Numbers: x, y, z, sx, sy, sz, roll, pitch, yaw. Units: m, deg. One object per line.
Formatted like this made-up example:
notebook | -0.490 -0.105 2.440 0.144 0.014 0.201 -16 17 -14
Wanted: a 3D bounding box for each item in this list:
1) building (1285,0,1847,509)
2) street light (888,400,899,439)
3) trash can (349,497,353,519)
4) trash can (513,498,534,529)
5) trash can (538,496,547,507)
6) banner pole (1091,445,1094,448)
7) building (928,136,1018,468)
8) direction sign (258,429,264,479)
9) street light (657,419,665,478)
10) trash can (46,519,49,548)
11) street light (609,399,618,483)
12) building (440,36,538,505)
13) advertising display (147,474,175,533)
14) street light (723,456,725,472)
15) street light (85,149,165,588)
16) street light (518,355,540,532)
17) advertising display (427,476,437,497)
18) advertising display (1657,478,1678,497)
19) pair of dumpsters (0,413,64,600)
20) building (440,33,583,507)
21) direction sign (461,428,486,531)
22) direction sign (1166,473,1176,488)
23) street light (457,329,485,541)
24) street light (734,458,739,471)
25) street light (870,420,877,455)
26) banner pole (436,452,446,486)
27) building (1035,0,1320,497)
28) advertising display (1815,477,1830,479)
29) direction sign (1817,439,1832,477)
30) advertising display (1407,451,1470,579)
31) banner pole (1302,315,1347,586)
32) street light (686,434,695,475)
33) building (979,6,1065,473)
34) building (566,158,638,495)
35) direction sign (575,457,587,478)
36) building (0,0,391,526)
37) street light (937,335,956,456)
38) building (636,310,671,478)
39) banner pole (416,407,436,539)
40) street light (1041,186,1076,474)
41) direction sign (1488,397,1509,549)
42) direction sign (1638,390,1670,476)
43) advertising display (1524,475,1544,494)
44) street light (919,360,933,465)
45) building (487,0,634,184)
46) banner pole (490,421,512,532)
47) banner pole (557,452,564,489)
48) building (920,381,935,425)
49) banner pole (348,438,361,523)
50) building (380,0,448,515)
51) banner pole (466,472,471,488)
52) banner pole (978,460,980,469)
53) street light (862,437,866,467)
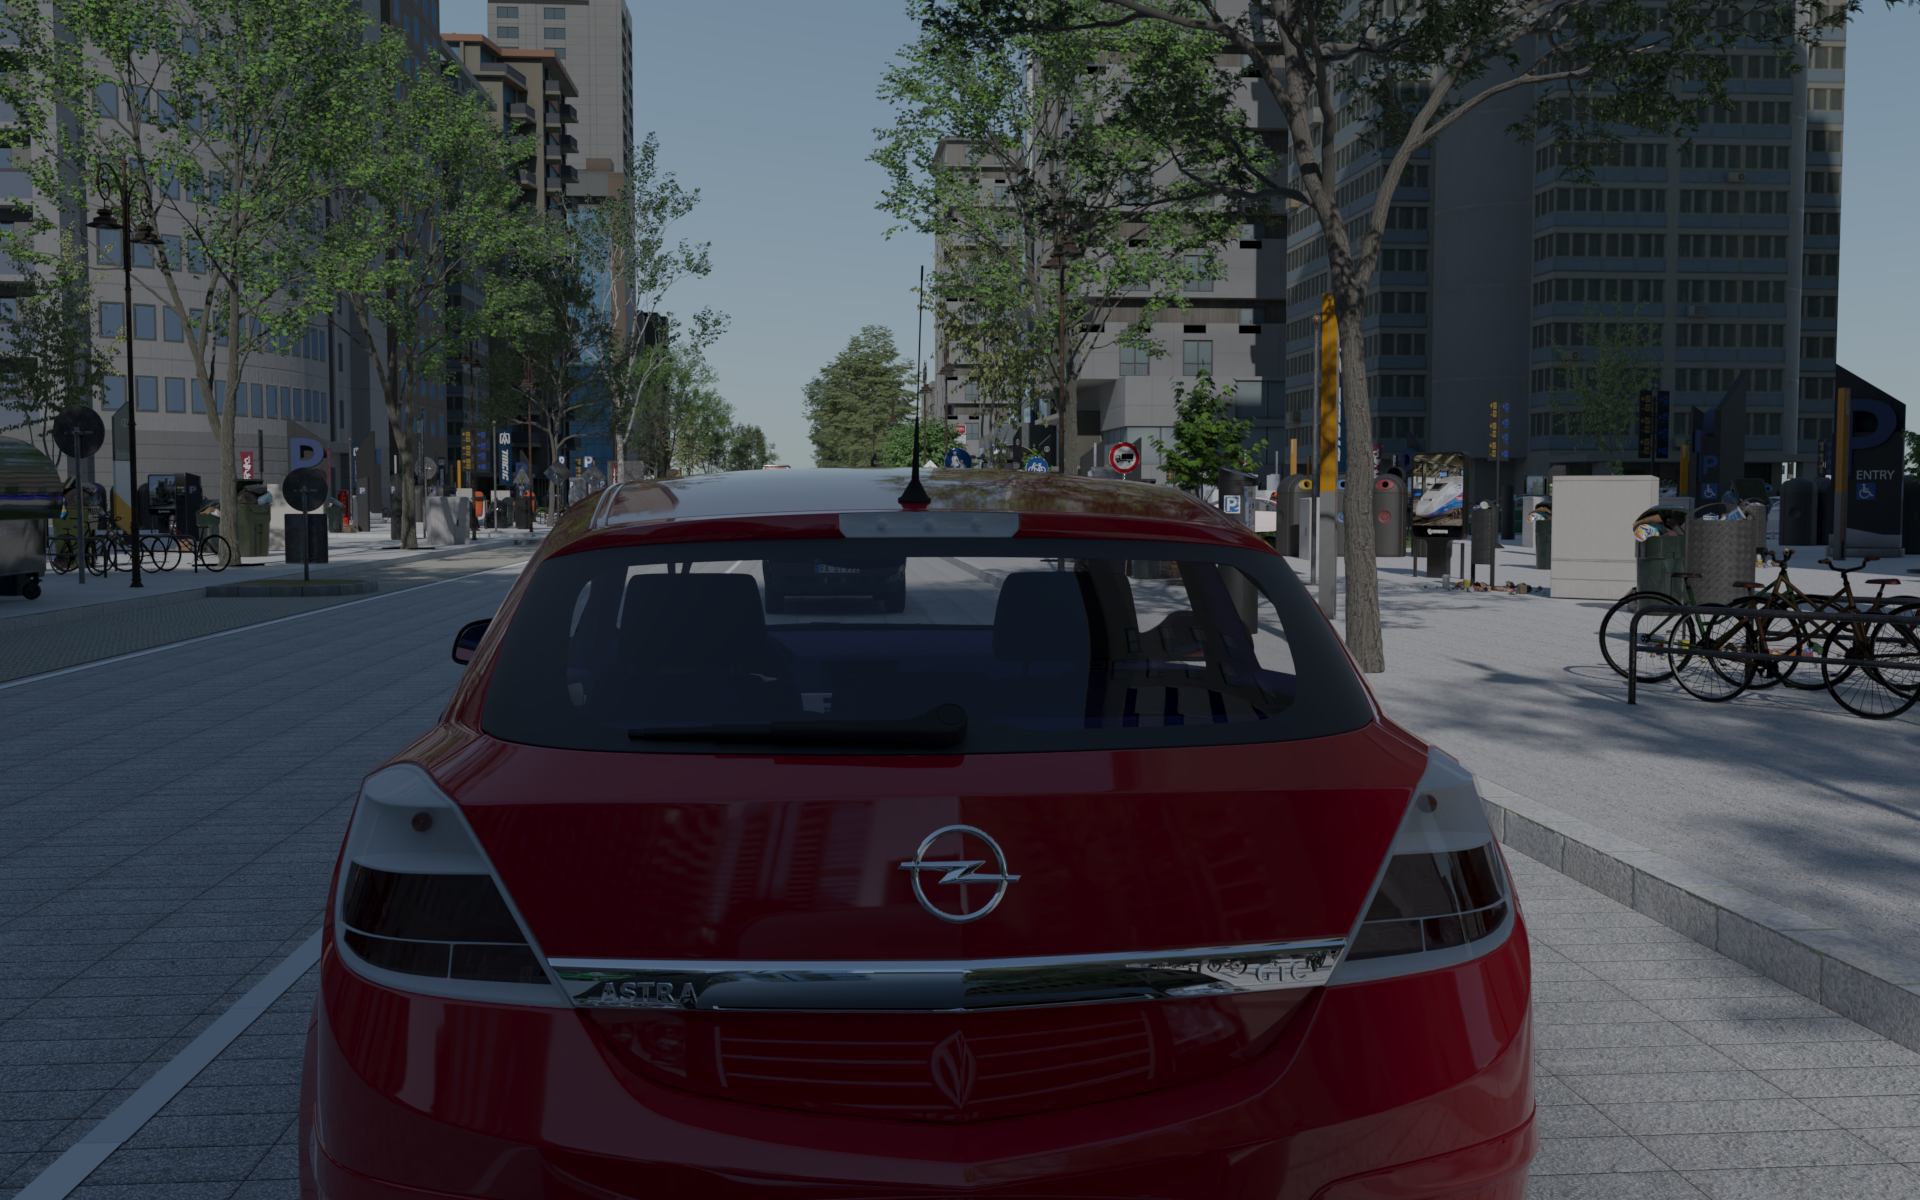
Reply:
building | 31.086 -24.345 89.930 23.993 40.220 32.217 0 4 -5
street light | -3.238 -6.794 83.863 0.468 5.910 1.993 0 4 -5
trash can | -30.138 -4.533 85.774 0.748 1.137 0.748 0 3 0
trash can | -15.957 -3.160 63.325 0.748 1.137 0.748 0 3 0
trash can | -30.281 -6.970 125.619 0.748 1.137 0.748 0 3 0
banner pole | 7.022 -6.055 89.013 0.863 3.779 0.401 2 4 28
building | 10.635 -40.458 250.726 28.713 52.752 27.495 0 4 -5
direction sign | -24.584 -4.218 60.959 0.379 3.537 0.876 -1 4 -14
street light | -18.337 -8.163 106.254 0.468 5.910 1.993 0 4 -5
trash can | -20.961 -1.684 39.187 0.748 1.137 0.748 0 3 0
street light | -16.327 -6.688 82.139 0.468 5.910 1.993 0 4 -5
building | -52.220 -27.496 141.443 32.217 40.220 23.993 0 4 -5
advertising display | -25.925 -3.130 56.397 0.974 1.923 0.123 0 4 0
street light | -24.885 -12.852 182.915 0.468 5.910 1.993 0 4 -5
street light | -11.340 -3.112 23.675 0.468 5.910 1.993 0 4 -5
street light | -14.357 -5.201 57.831 0.468 5.910 1.993 0 4 -5
advertising display | -18.693 -3.424 61.195 0.123 1.923 0.974 0 4 3
advertising display | 28.332 -3.942 69.662 0.974 1.923 0.123 0 4 4
pair of dumpsters | -11.483 -1.002 18.880 1.574 2.255 4.437 0 4 -5
building | -49.000 -31.402 168.049 22.147 44.769 28.867 0 4 -5
direction sign | -16.846 -4.164 60.072 0.876 3.537 0.379 -3 4 -37
direction sign | 12.652 -6.720 101.876 0.379 3.537 0.876 -3 4 -36
street light | -13.424 -4.581 47.692 0.468 5.910 1.993 0 4 -5
street light | -27.742 -14.935 216.973 0.468 5.910 1.993 0 4 -5
street light | -5.387 -8.283 108.213 0.468 5.910 1.993 0 4 -5
banner pole | -30.973 -6.917 103.114 0.401 3.779 0.863 3 5 40
building | 20.171 -32.546 121.371 28.713 52.752 27.495 0 4 -5
advertising display | 33.095 -3.750 66.526 0.123 1.923 0.974 0 4 1
direction sign | 35.805 -4.880 71.783 0.876 3.537 0.379 -2 4 -30
advertising display | 7.308 -1.296 26.399 0.123 1.923 0.974 -3 5 -39
banner pole | 5.177 -2.106 24.442 0.863 3.779 0.401 -2 4 -32
street light | -20.811 -9.914 134.873 0.468 5.910 1.993 0 4 -5
building | 14.567 -53.079 180.517 22.319 86.520 31.000 0 4 -5
building | -51.458 -35.731 234.311 14.600 45.320 14.200 0 4 -5
direction sign | -23.026 -6.958 105.759 0.876 3.537 0.379 -1 4 -16
building | -41.527 -32.997 81.493 21.231 58.520 28.212 0 4 -5
street light | -0.396 -4.747 50.400 0.468 5.910 1.993 0 4 -5
building | -52.887 -30.488 270.172 14.160 30.474 14.107 0 4 -5
banner pole | -15.377 -3.634 49.440 0.401 3.779 0.863 0 4 -2
street light | 1.549 -3.277 26.371 0.468 5.910 1.993 0 4 -5
direction sign | 12.670 -2.985 40.804 0.876 3.537 0.379 -3 5 -43
direction sign | 15.165 -2.809 37.918 0.876 3.537 0.379 -2 4 -26
advertising display | 19.916 -3.358 60.116 0.974 1.923 0.123 -2 4 -35
street light | -1.211 -5.324 59.841 0.468 5.910 1.993 0 4 -5
building | -55.669 -49.706 250.949 20.563 71.187 20.611 0 4 -5
banner pole | -15.636 -4.221 59.030 0.863 3.779 0.401 1 4 14
banner pole | -23.797 -6.909 102.972 0.401 3.779 0.863 2 4 28
building | 8.199 -26.605 280.035 27.650 21.520 28.899 0 4 -5
banner pole | -27.162 -5.366 77.746 0.863 3.779 0.401 1 4 21
building | -41.761 -28.197 111.131 14.600 45.320 14.200 0 4 -5
banner pole | -21.672 -5.281 76.363 0.401 3.779 0.863 0 4 -1
banner pole | 1.622 -8.427 127.790 0.863 3.779 0.401 1 4 20
street light | -7.281 -9.753 132.246 0.468 5.910 1.993 0 4 -5
